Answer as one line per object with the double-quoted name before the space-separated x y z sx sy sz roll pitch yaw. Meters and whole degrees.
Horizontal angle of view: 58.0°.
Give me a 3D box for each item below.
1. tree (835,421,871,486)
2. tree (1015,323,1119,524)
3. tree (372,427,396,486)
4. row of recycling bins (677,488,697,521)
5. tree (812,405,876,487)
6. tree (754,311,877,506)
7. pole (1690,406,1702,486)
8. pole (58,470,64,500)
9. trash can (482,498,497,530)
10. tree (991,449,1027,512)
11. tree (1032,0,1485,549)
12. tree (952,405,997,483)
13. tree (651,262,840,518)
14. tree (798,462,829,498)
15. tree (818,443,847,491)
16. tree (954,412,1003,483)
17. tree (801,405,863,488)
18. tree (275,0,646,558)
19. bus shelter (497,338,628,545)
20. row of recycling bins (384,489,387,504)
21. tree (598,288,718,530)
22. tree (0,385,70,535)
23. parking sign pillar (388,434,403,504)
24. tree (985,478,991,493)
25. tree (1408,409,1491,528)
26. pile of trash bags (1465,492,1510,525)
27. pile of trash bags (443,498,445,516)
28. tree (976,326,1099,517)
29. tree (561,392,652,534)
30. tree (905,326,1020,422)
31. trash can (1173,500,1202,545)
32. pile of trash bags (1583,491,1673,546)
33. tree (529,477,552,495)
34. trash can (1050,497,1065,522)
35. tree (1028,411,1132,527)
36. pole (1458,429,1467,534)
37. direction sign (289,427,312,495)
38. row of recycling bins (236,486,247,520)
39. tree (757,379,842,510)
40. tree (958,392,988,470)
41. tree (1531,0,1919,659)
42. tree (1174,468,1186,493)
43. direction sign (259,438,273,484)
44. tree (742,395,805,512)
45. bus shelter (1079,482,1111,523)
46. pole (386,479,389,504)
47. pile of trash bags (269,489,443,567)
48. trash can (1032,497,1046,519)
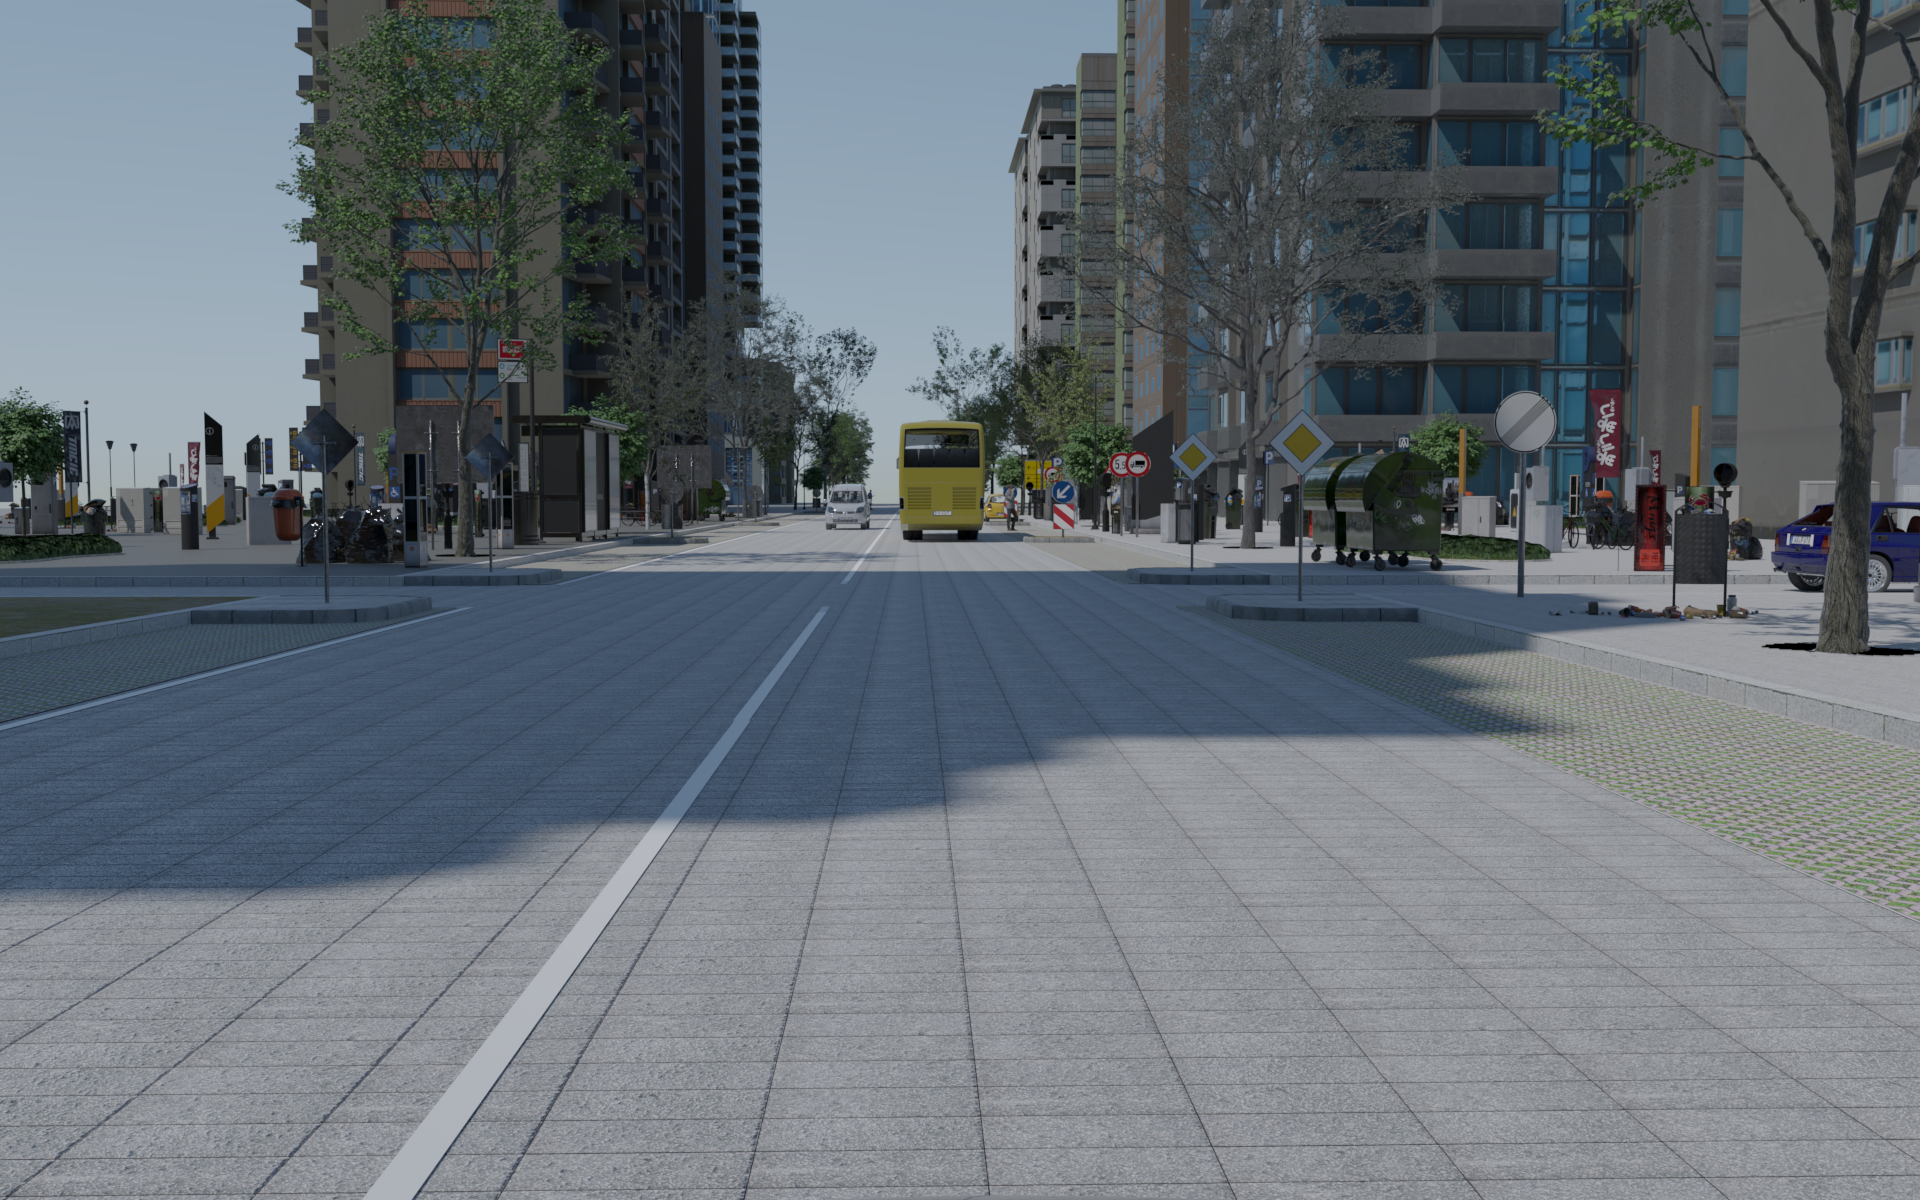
"tree" -17.337 -21.006 261.579 7.486 12.596 7.792 0 3 0
"tree" 4.747 -7.549 73.787 4.737 8.622 4.395 0 3 0
"tree" -23.251 -5.495 73.565 4.285 4.588 4.351 0 3 0
"row of recycling bins" -13.370 -4.734 84.514 1.069 1.692 3.534 0 4 3
"tree" -16.883 -20.940 249.030 9.857 13.997 8.962 0 3 0
"tree" -15.223 -19.837 180.229 12.611 20.169 13.585 0 3 0
"pole" 17.079 -2.837 40.236 0.158 3.312 0.155 0 3 0
"pole" -42.519 -5.388 81.935 0.158 3.312 0.155 0 3 0
"trash can" -17.042 -3.122 62.702 0.748 1.137 0.748 0 3 0
"tree" 3.828 -8.686 125.721 4.285 4.588 4.351 0 3 0
"tree" 6.921 -7.945 40.270 12.009 13.543 11.850 0 3 0
"tree" 1.570 -18.179 215.361 7.486 12.596 7.792 0 3 0
"tree" -11.694 -11.160 92.829 12.009 13.543 11.850 0 3 0
"tree" -14.469 -11.509 171.880 4.285 4.588 4.351 0 3 0
"tree" -16.339 -16.768 224.513 4.360 8.622 3.978 0 3 0
"tree" 1.006 -19.164 230.339 9.611 12.733 9.660 0 3 0
"tree" -14.928 -16.906 202.167 9.928 11.665 9.643 0 3 0
"tree" -9.984 -6.689 35.116 9.928 11.665 9.643 0 3 0
"bus shelter" -10.898 -4.267 47.396 2.179 5.291 8.768 0 4 -2
"row of recycling bins" -31.776 -5.607 98.784 1.069 1.692 3.534 0 4 5
"tree" -11.134 -6.844 62.254 4.360 8.622 3.978 0 3 0
"tree" -28.450 -4.198 52.352 4.285 4.588 4.351 0 3 0
"parking sign pillar" -17.730 -4.077 55.130 1.447 3.967 1.447 0 4 7
"tree" 2.416 -11.149 176.892 1.663 3.219 1.824 0 3 0
"tree" 18.693 -5.077 66.716 4.285 4.588 4.351 0 3 0
"pile of trash bags" 21.336 -3.750 71.070 1.912 1.369 3.447 2 4 34
"pile of trash bags" -28.953 -5.243 95.471 1.912 1.369 3.447 -1 4 -11
"tree" 4.392 -9.958 97.233 8.767 10.594 7.601 3 4 36
"tree" -11.478 -4.429 56.125 4.285 4.588 4.351 0 3 0
"tree" -0.271 -20.840 196.618 12.611 20.169 13.585 0 3 0
"trash can" 5.802 -1.992 44.218 0.748 1.137 0.748 0 3 0
"pile of trash bags" 16.864 -2.106 44.190 1.912 1.369 3.447 0 4 1
"tree" -18.546 -5.131 78.492 1.663 3.219 1.824 0 3 0
"trash can" 4.329 -3.954 76.293 0.748 1.137 0.748 0 3 0
"tree" 5.474 -5.177 68.356 4.285 4.588 4.351 0 3 0
"pole" 15.770 -3.702 54.370 0.158 3.312 0.155 0 3 0
"direction sign" -22.363 -4.085 58.783 0.876 3.537 0.379 1 4 17
"row of recycling bins" -36.103 -4.817 85.874 1.069 1.692 3.534 0 4 -4
"tree" -13.045 -12.586 140.188 7.601 10.594 8.767 0 4 8
"tree" 3.149 -14.673 165.654 9.928 11.665 9.643 0 3 0
"tree" 7.149 -5.370 13.561 9.928 11.665 9.643 0 3 0
"tree" 10.890 -5.736 88.380 1.663 3.219 1.824 0 3 0
"direction sign" -28.136 -4.769 69.975 0.876 3.537 0.379 1 4 11
"tree" -13.242 -10.434 120.960 4.737 8.622 4.395 0 3 0
"bus shelter" 6.319 -5.446 80.330 1.731 3.624 6.357 0 4 -2
"pole" -30.005 -5.935 90.883 0.158 3.312 0.155 0 3 0
"pile of trash bags" -11.474 -1.366 32.086 1.912 1.369 3.447 1 4 17
"trash can" 4.019 -4.664 87.906 0.748 1.137 0.748 0 3 0
